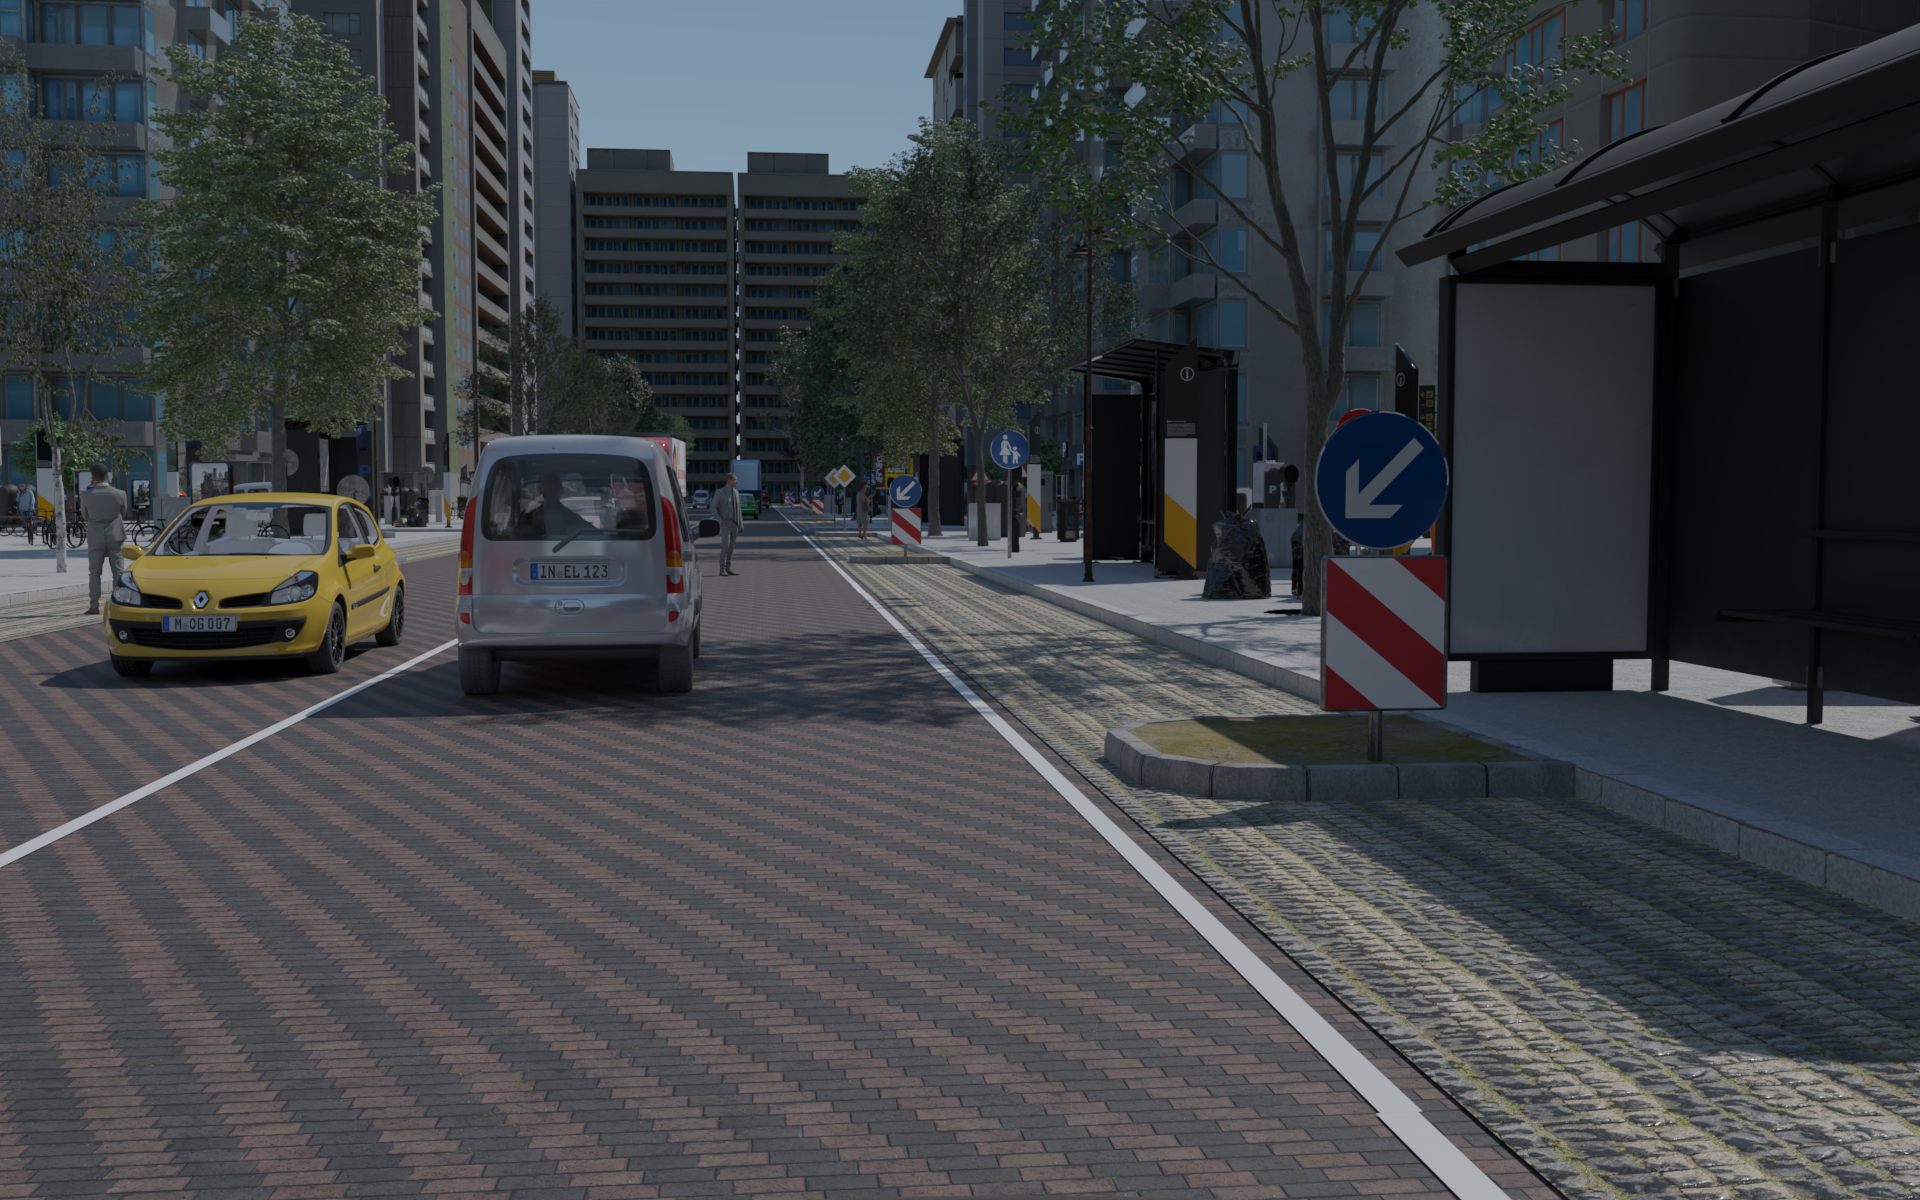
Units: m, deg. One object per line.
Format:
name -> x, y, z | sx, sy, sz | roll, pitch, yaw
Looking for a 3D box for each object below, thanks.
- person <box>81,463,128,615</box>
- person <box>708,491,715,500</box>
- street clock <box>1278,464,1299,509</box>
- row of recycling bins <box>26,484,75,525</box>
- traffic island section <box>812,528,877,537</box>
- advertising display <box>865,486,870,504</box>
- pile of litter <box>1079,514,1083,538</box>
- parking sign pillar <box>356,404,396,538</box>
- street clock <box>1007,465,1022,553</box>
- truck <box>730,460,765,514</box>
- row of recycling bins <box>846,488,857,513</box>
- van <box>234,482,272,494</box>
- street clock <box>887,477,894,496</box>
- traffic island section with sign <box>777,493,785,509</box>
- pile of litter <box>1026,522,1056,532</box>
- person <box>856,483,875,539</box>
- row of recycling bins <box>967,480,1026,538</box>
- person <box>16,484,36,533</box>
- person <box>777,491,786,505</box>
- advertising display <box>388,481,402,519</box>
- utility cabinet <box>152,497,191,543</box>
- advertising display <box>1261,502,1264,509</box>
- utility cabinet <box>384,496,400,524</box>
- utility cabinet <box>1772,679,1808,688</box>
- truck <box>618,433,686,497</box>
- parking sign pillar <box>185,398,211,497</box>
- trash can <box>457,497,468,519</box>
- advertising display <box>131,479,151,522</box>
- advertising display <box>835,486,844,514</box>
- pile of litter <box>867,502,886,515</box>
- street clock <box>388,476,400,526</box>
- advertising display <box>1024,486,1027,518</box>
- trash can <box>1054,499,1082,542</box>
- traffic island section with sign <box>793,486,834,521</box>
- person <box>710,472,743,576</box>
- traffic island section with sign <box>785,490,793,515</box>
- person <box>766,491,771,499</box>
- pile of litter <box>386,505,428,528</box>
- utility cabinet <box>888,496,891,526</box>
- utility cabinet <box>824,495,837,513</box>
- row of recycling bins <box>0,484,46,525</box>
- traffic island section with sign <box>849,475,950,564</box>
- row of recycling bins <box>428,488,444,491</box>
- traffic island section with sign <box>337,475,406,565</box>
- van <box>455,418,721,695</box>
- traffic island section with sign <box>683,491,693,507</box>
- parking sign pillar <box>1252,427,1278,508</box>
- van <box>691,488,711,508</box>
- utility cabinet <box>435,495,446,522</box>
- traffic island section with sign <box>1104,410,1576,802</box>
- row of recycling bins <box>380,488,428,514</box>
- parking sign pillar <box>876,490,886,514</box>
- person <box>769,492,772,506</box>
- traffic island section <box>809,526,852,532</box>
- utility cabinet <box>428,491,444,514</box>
person -> -10.191, -0.730, 20.624 | 0.511, 1.800, 0.466 | -3, 5, -43
person -> -24.626, -10.041, 173.394 | 1.217, 1.735, 0.721 | -2, 4, -28
street clock -> 8.031, -2.313, 42.387 | 0.471, 2.002, 0.358 | -2, 4, -28
row of recycling bins -> -37.594, -3.977, 72.142 | 1.069, 1.692, 3.534 | -1, 4, -10
traffic island section -> -3.882, -2.223, 58.627 | 2.009, 0.180, 2.903 | 0, 4, -7
advertising display -> -5.679, -6.264, 107.628 | 0.974, 1.923, 0.123 | 0, 4, 3
pile of litter -> 4.019, -2.237, 50.539 | 1.176, 0.858, 1.719 | -1, 4, -18
parking sign pillar -> -17.211, -3.788, 50.403 | 1.447, 3.967, 1.447 | -1, 4, -10
street clock -> 1.196, -2.043, 37.978 | 0.358, 2.002, 0.471 | -1, 4, -14
truck -> -16.151, -8.557, 129.659 | 2.967, 4.110, 18.799 | 0, 4, -6
row of recycling bins -> -7.676, -6.876, 119.539 | 1.069, 1.692, 3.534 | 0, 4, 8
van -> -24.795, -3.242, 60.022 | 4.112, 2.044, 2.013 | 0, 4, -7
street clock -> -2.965, -4.272, 74.410 | 0.358, 2.002, 0.471 | 1, 4, 15
traffic island section with sign -> -16.409, -9.726, 167.652 | 1.989, 1.847, 2.006 | 0, 4, -7
pile of litter -> 2.494, -2.771, 59.263 | 1.719, 0.858, 1.176 | 0, 4, -7
person -> -2.959, -2.787, 54.433 | 0.532, 1.782, 0.716 | -1, 4, -20
row of recycling bins -> 1.055, -2.789, 52.718 | 1.069, 1.692, 3.534 | -1, 4, -18
person -> -32.255, -3.129, 59.917 | 0.793, 1.790, 0.793 | -2, 4, -31
person -> -20.645, -11.765, 200.787 | 1.348, 1.831, 0.705 | -3, 5, -41
advertising display -> -28.184, -4.963, 86.354 | 0.974, 1.923, 0.123 | 3, 4, 37
utility cabinet -> -17.568, -1.693, 38.849 | 0.306, 1.237, 1.020 | 2, 4, 26
advertising display -> 10.373, -3.243, 58.234 | 0.123, 1.923, 0.974 | 2, 4, 33
utility cabinet -> -24.216, -3.832, 73.817 | 0.306, 1.237, 1.020 | 0, 4, 4
utility cabinet -> 6.005, -0.165, 11.370 | 1.173, 1.500, 0.318 | 0, 4, 2
truck -> -14.522, -5.648, 81.266 | 2.839, 4.237, 11.283 | 0, 4, -5
parking sign pillar -> -21.168, -3.651, 48.170 | 1.447, 3.967, 1.447 | -1, 4, -13
trash can -> -25.266, -4.690, 88.341 | 0.748, 1.137, 0.748 | 0, 3, 0
advertising display -> -36.247, -4.369, 76.650 | 0.123, 1.923, 0.974 | 1, 4, 19
advertising display -> -7.621, -6.404, 109.913 | 0.123, 1.923, 0.974 | 2, 4, 27
pile of litter -> -5.431, -5.604, 105.590 | 1.176, 0.858, 1.719 | 3, 4, 36
street clock -> -22.541, -3.942, 69.022 | 0.358, 2.002, 0.471 | 1, 4, 18
advertising display -> 3.456, -5.322, 92.232 | 0.974, 1.923, 0.123 | 1, 4, 17
trash can -> 2.896, -2.119, 46.301 | 0.748, 1.137, 0.748 | 0, 3, 0
traffic island section with sign -> -7.601, -5.038, 90.999 | 1.989, 1.847, 2.006 | 0, 4, -7
person -> -4.076, -1.335, 30.432 | 0.391, 1.810, 0.635 | 2, 4, 27
traffic island section with sign -> -10.681, -6.676, 117.778 | 1.989, 1.847, 2.006 | 0, 4, -7
person -> -19.497, -10.225, 176.194 | 0.721, 1.766, 1.217 | 1, 4, 11
pile of litter -> -21.312, -3.228, 66.744 | 1.719, 0.858, 1.176 | -2, 4, -34
utility cabinet -> -2.691, -3.610, 70.187 | 0.306, 1.237, 1.020 | -1, 4, -13
utility cabinet -> -8.636, -6.463, 116.838 | 1.020, 1.237, 0.306 | 0, 4, 8
row of recycling bins -> -40.299, -4.034, 73.062 | 3.534, 1.692, 1.069 | 2, 4, 24
traffic island section with sign -> -1.298, -1.680, 36.096 | 1.989, 1.847, 2.006 | 0, 4, -7
row of recycling bins -> -35.390, -6.704, 116.724 | 1.069, 1.692, 3.534 | -3, 4, -36
traffic island section with sign -> -12.389, -1.625, 35.203 | 1.989, 1.847, 2.006 | 0, 4, -7
van -> -2.927, -0.416, 13.809 | 2.013, 2.044, 4.112 | 0, 4, -7
traffic island section with sign -> -30.540, -11.287, 193.176 | 1.989, 1.847, 2.006 | 0, 4, -7
parking sign pillar -> 12.242, -4.955, 69.482 | 1.447, 3.967, 1.447 | -1, 4, -20
van -> -26.845, -10.573, 179.872 | 2.013, 2.044, 4.112 | 0, 4, -5
utility cabinet -> -23.896, -4.189, 79.658 | 0.306, 1.237, 1.020 | 0, 4, -6
traffic island section with sign -> 1.814, -0.022, 8.990 | 1.989, 1.847, 2.006 | 0, 4, -7
row of recycling bins -> -36.210, -6.410, 111.914 | 3.534, 1.692, 1.069 | 2, 4, 31
parking sign pillar -> -5.038, -7.674, 113.935 | 1.447, 3.967, 1.447 | 1, 4, 20
person -> -23.875, -12.676, 216.427 | 0.721, 1.739, 1.217 | 3, 4, 36
traffic island section -> -4.794, -2.708, 66.560 | 2.009, 0.180, 2.903 | 0, 4, -7
utility cabinet -> -32.511, -6.058, 107.719 | 0.318, 1.500, 1.173 | 2, 4, 28
